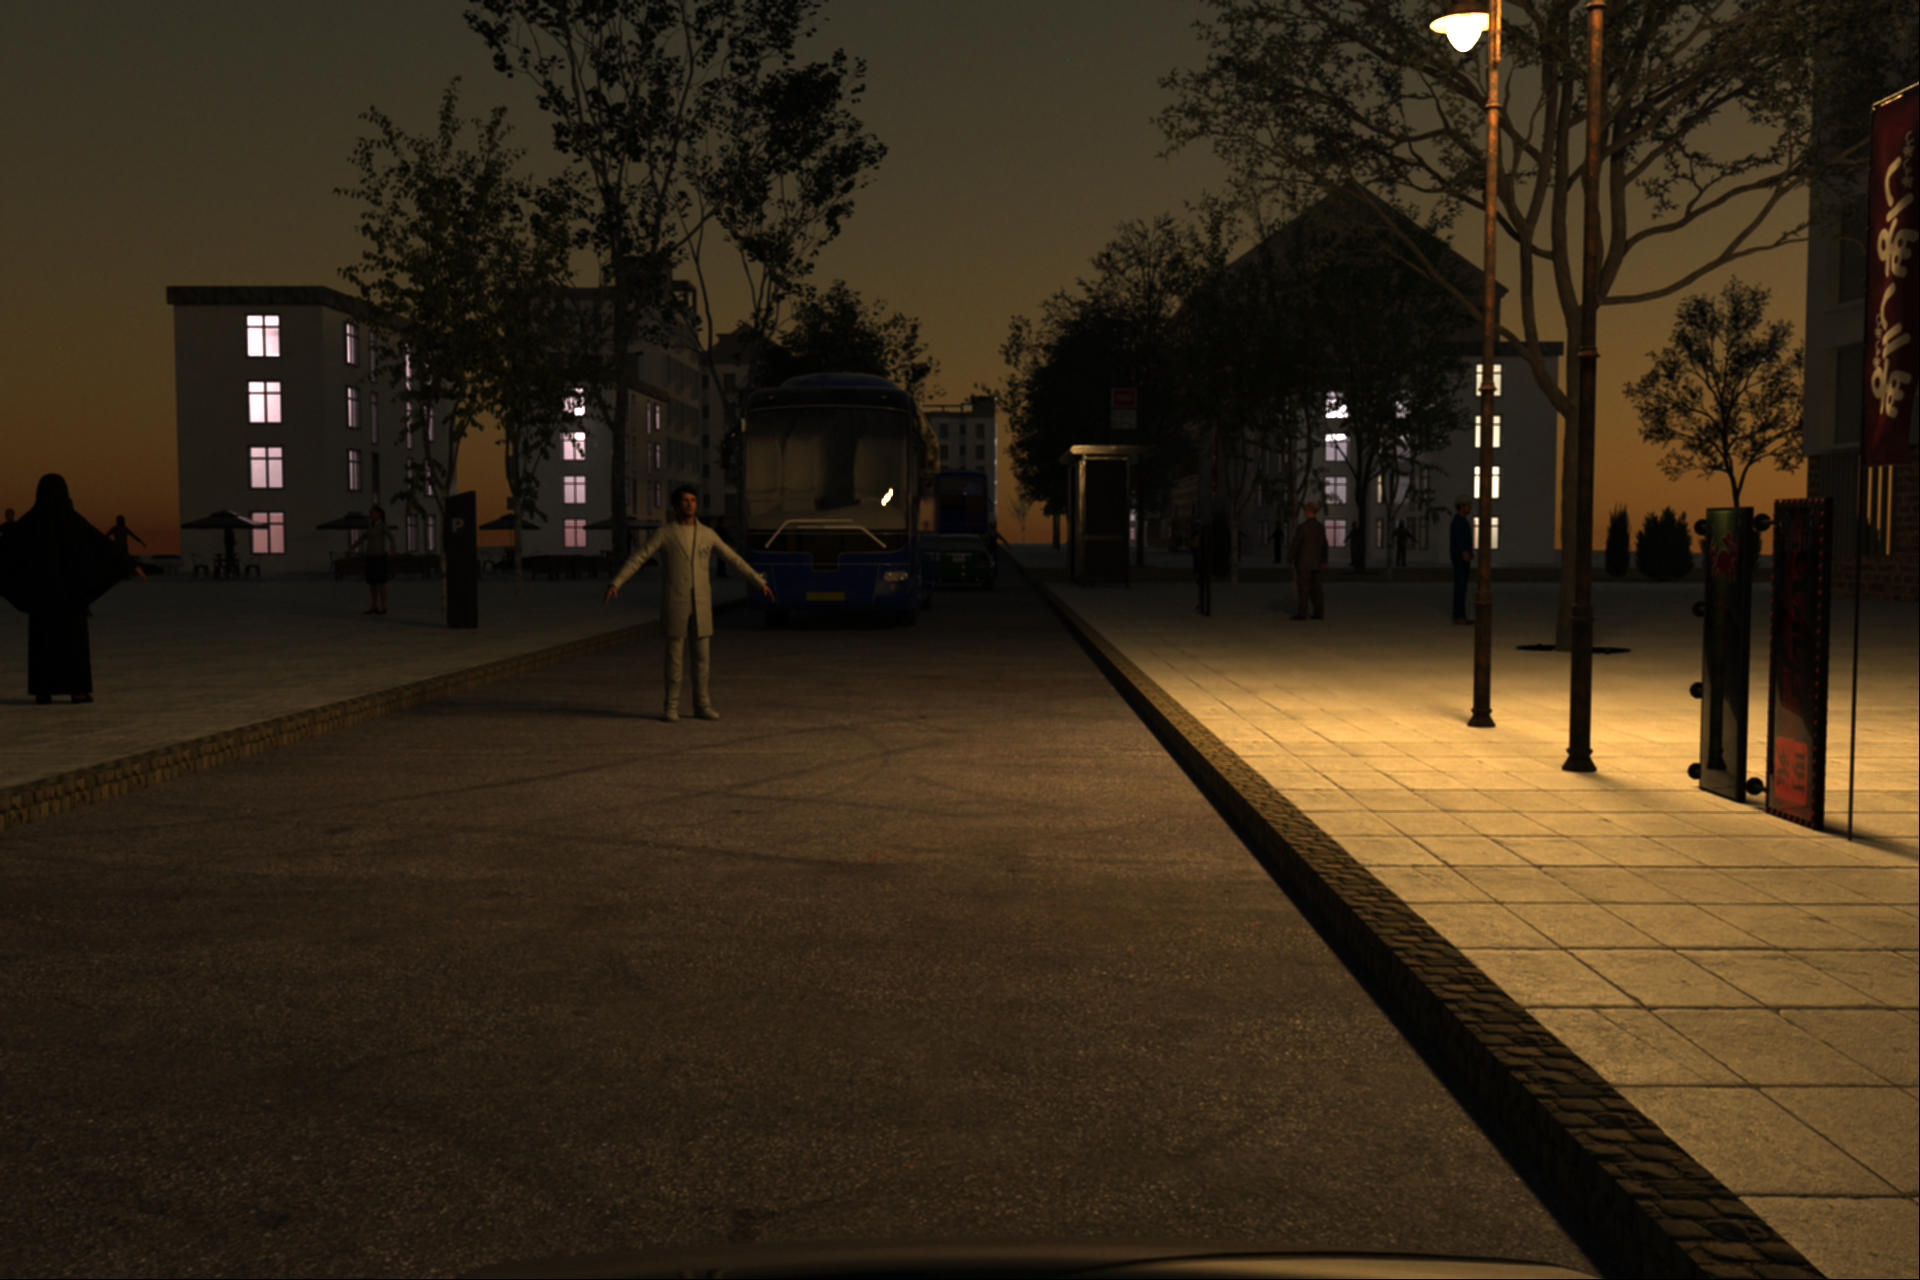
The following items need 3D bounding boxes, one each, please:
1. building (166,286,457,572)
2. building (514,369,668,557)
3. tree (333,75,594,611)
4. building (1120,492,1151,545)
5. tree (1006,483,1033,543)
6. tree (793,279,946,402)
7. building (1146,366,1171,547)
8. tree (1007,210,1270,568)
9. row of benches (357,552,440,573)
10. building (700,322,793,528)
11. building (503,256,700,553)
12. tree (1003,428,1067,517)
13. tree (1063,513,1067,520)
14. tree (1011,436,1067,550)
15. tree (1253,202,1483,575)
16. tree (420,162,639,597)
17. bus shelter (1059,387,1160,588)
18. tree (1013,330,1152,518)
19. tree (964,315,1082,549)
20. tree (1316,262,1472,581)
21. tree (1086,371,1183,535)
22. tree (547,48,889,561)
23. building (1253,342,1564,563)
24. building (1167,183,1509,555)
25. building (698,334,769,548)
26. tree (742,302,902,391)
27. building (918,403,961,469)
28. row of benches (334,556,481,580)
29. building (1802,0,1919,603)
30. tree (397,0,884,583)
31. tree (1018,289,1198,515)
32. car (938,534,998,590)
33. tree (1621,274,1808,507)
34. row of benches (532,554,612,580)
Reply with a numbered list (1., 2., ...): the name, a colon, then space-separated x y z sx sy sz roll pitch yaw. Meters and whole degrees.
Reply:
1. building: -25.934 -7.992 72.818 9.099 9.664 28.070 0 4 0
2. building: -21.767 -9.805 102.451 9.099 9.664 28.070 0 4 1
3. tree: -8.495 -4.803 28.889 4.737 8.622 4.395 0 3 0
4. building: 22.493 -16.064 204.796 9.099 9.664 28.070 0 4 1
5. tree: 9.093 -17.844 242.109 4.360 8.622 3.978 0 3 0
6. tree: -7.371 -16.594 127.202 12.611 20.169 13.585 0 3 0
7. building: 24.699 -19.851 180.982 16.016 20.090 11.380 0 4 1
8. tree: 6.980 -9.534 66.255 12.009 13.543 11.850 0 3 0
9. row of benches: -18.688 -2.586 57.748 4.104 0.672 1.422 2 4 30
10. building: -22.154 -21.921 189.328 19.493 23.208 18.063 0 4 0
11. building: -25.025 -16.070 119.159 16.016 20.090 11.380 0 4 1
12. tree: 7.429 -11.333 119.708 8.767 10.594 7.601 -3 5 -43
13. tree: 16.658 -17.935 243.605 4.360 8.622 3.978 0 3 0
14. tree: 7.575 -12.358 136.464 8.767 10.594 7.601 2 4 34
15. tree: 12.857 -7.908 55.049 9.928 11.665 9.643 0 3 0
16. tree: -8.838 -5.202 35.407 4.737 8.622 4.395 0 3 0
17. bus shelter: 3.737 -4.122 45.032 2.179 5.291 8.768 0 4 1
18. tree: 7.453 -12.068 103.972 9.857 13.997 8.962 0 3 0
19. tree: 7.224 -18.025 150.603 12.611 20.169 13.585 0 3 0
20. tree: 11.592 -5.878 46.462 4.737 8.622 4.395 0 3 0
21. tree: 7.499 -7.765 77.320 4.737 8.622 4.395 0 3 0
22. tree: -9.561 -13.007 68.561 12.611 20.169 13.585 0 3 0
23. building: 21.862 -9.026 89.715 9.099 9.664 28.070 0 4 1
24. building: 24.348 -17.469 116.553 19.493 23.208 18.063 0 4 1
25. building: -24.322 -18.857 164.728 16.016 20.090 11.380 0 3 0
26. tree: -7.650 -11.620 96.646 9.857 13.997 8.962 0 3 0
27. building: -5.992 -23.401 241.476 11.380 20.090 16.016 0 4 -1
28. row of benches: -15.613 -2.069 49.284 4.104 0.672 1.422 0 4 -4
29. building: 22.785 -10.860 33.976 16.016 20.090 11.380 0 4 1
30. tree: -8.446 -11.643 46.257 12.611 20.169 13.585 0 3 0
31. tree: 7.906 -11.277 91.036 9.857 13.997 8.962 0 3 0
32. car: -0.044 -2.062 45.505 2.131 1.459 4.920 0 4 0
33. tree: 27.779 -7.768 61.418 8.767 10.594 7.601 2 4 27
34. row of benches: -11.176 -2.128 50.258 1.422 0.672 4.104 1 4 14
